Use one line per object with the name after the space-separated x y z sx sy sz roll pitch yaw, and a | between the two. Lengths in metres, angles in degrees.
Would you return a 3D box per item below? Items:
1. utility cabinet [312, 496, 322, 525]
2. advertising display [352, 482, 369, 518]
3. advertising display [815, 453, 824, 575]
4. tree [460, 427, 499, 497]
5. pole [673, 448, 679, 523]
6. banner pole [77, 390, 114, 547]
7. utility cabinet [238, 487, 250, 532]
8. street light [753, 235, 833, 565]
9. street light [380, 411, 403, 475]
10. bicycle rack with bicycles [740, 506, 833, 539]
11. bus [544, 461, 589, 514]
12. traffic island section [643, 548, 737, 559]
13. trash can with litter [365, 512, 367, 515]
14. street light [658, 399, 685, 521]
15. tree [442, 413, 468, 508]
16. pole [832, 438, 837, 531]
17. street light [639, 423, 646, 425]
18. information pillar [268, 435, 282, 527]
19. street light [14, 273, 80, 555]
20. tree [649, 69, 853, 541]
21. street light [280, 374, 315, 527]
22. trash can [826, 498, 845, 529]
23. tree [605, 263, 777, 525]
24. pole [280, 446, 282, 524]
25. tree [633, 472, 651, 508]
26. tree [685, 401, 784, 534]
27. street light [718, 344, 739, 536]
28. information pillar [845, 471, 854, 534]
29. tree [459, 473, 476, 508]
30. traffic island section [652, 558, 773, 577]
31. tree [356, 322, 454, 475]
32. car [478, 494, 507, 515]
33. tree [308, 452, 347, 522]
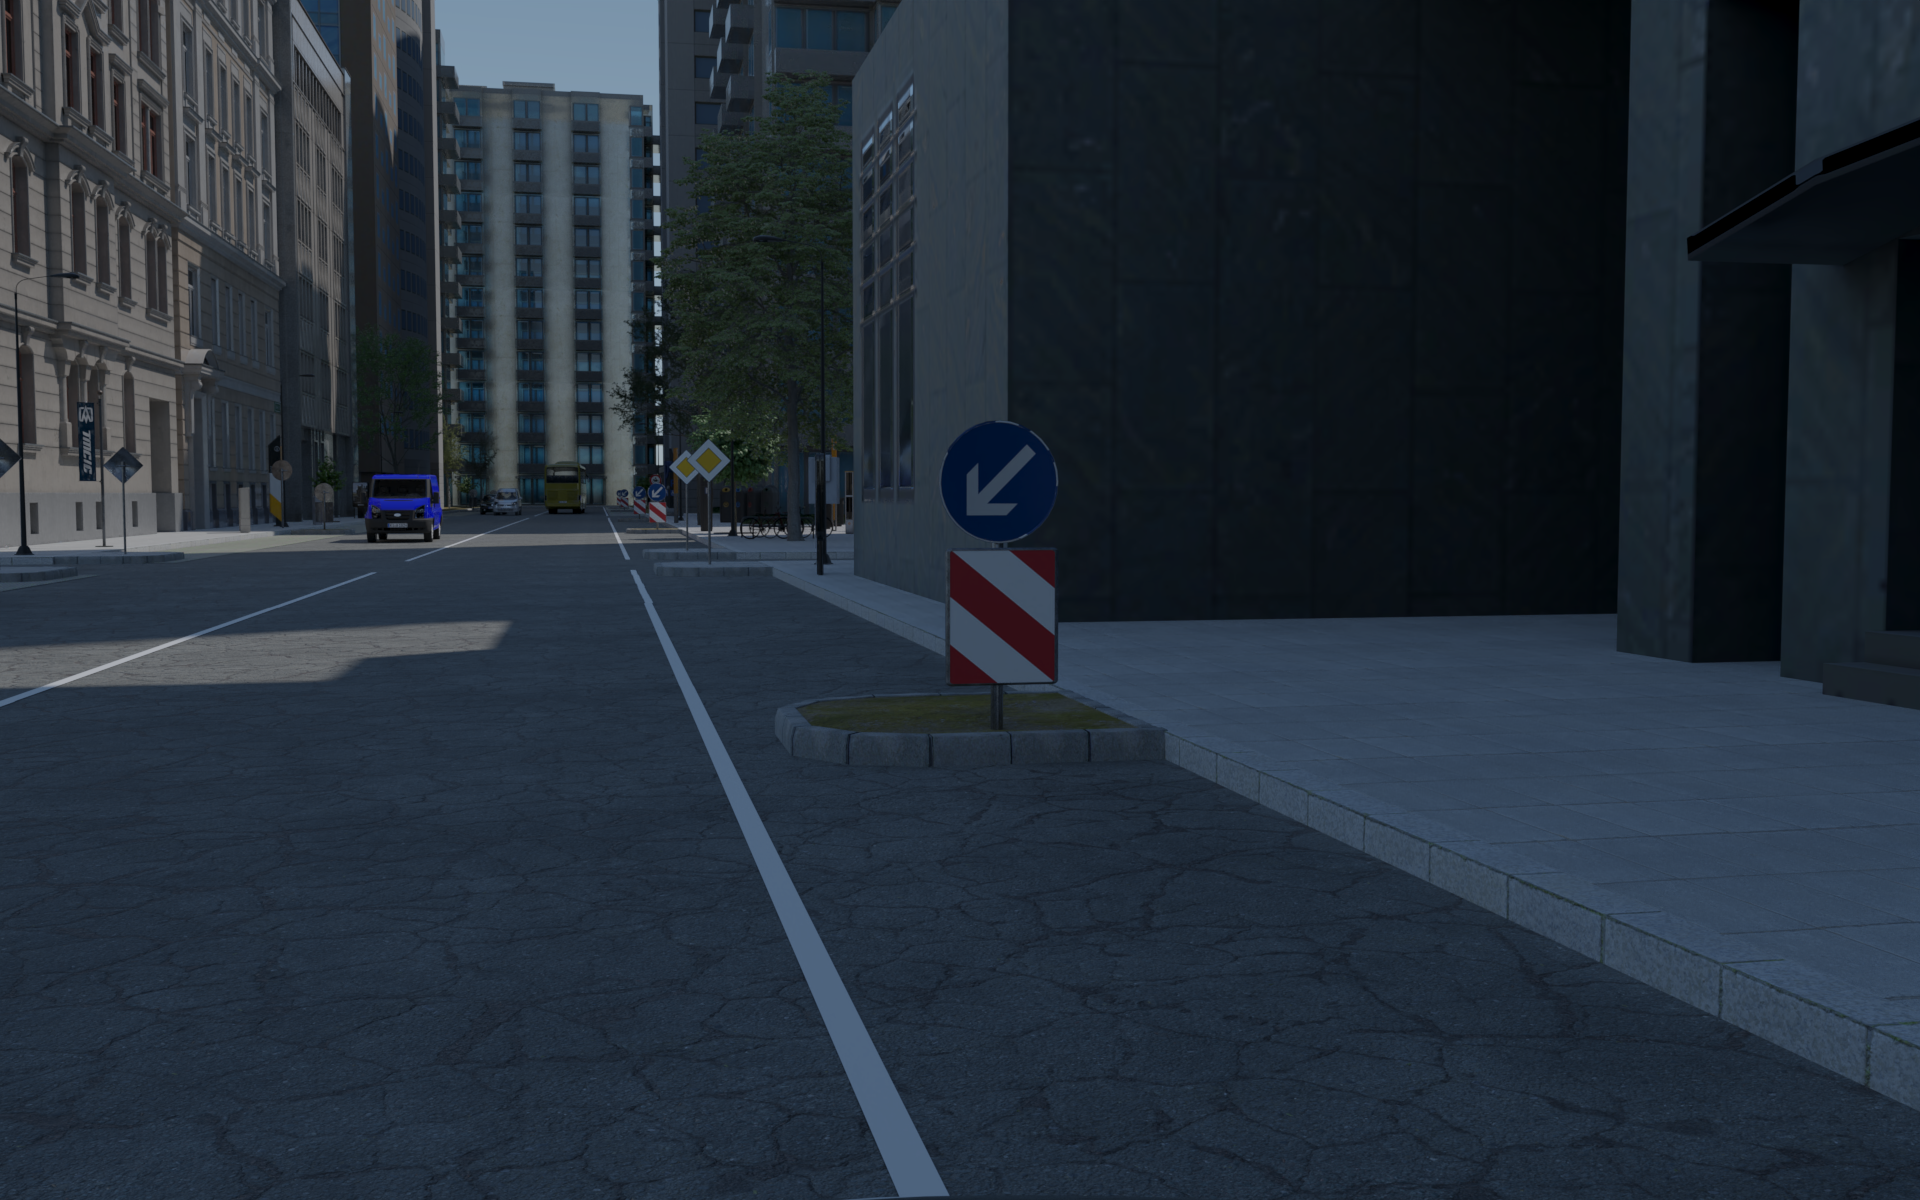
-26.839 -3.739 72.296 0.306 1.237 1.020 -2 4 -26 | utility cabinet
-31.496 -5.250 91.053 0.974 1.923 0.123 1 4 17 | advertising display
-2.244 -1.375 27.702 0.123 1.923 0.974 0 4 -6 | advertising display
-51.490 -14.415 186.047 4.360 8.622 3.978 0 3 0 | tree
-12.561 -5.061 76.594 0.158 3.312 0.155 0 3 0 | pole
-20.845 -3.159 41.667 0.401 3.779 0.863 2 4 26 | banner pole
-23.838 -2.996 57.660 0.318 1.500 1.173 -2 4 -25 | utility cabinet
-3.023 -3.597 31.350 1.470 5.913 1.316 -1 4 -12 | street light
-31.938 -7.629 97.277 1.470 5.913 1.316 -1 4 -12 | street light
-5.139 -2.264 50.407 2.925 0.926 2.852 -1 4 -17 | bicycle rack with bicycles
-29.247 -8.393 128.774 2.896 3.916 12.252 -1 4 -10 | bus
-6.171 -1.043 39.338 2.009 0.180 2.903 -1 4 -12 | traffic island section
-37.001 -5.802 105.922 2.233 1.210 1.678 2 4 31 | trash can with litter
-13.903 -6.738 82.714 1.470 5.913 1.316 -1 4 -12 | street light
-45.987 -12.539 155.370 4.737 8.622 4.395 0 3 0 | tree
-4.351 -4.039 59.878 0.158 3.312 0.155 0 3 0 | pole
-20.230 -8.595 113.063 1.470 5.913 1.316 -1 4 -12 | street light
-27.047 -4.714 68.432 0.183 3.616 0.504 3 5 40 | information pillar
-19.169 -3.905 36.386 1.470 5.913 1.316 -1 4 -12 | street light
-4.573 -7.856 46.579 7.486 12.596 7.792 0 3 0 | tree
-25.600 -5.773 66.931 1.470 5.913 1.316 -1 4 -12 | street light
-4.899 -3.476 68.485 0.748 1.137 0.748 0 3 0 | trash can
-10.966 -8.340 70.777 7.601 10.594 8.767 -3 4 -37 | tree
-28.767 -4.865 73.385 0.158 3.312 0.155 0 3 0 | pole
-30.043 -10.269 162.502 1.663 3.219 1.824 0 3 0 | tree
-7.248 -4.441 56.330 4.285 4.588 4.351 0 3 0 | tree
-7.434 -4.881 52.352 1.470 5.913 1.316 -1 4 -12 | street light
-3.496 -3.133 55.713 0.304 2.012 0.304 2 4 24 | information pillar
-45.985 -10.223 161.743 1.663 3.219 1.824 0 3 0 | tree
-4.534 -0.565 31.522 2.009 0.180 2.903 -1 4 -12 | traffic island section
-34.487 -10.995 105.517 9.928 11.665 9.643 0 3 0 | tree
-32.731 -6.835 121.531 2.009 1.686 4.222 -1 4 -13 | car
-28.875 -5.146 78.744 1.663 3.219 1.824 0 3 0 | tree
